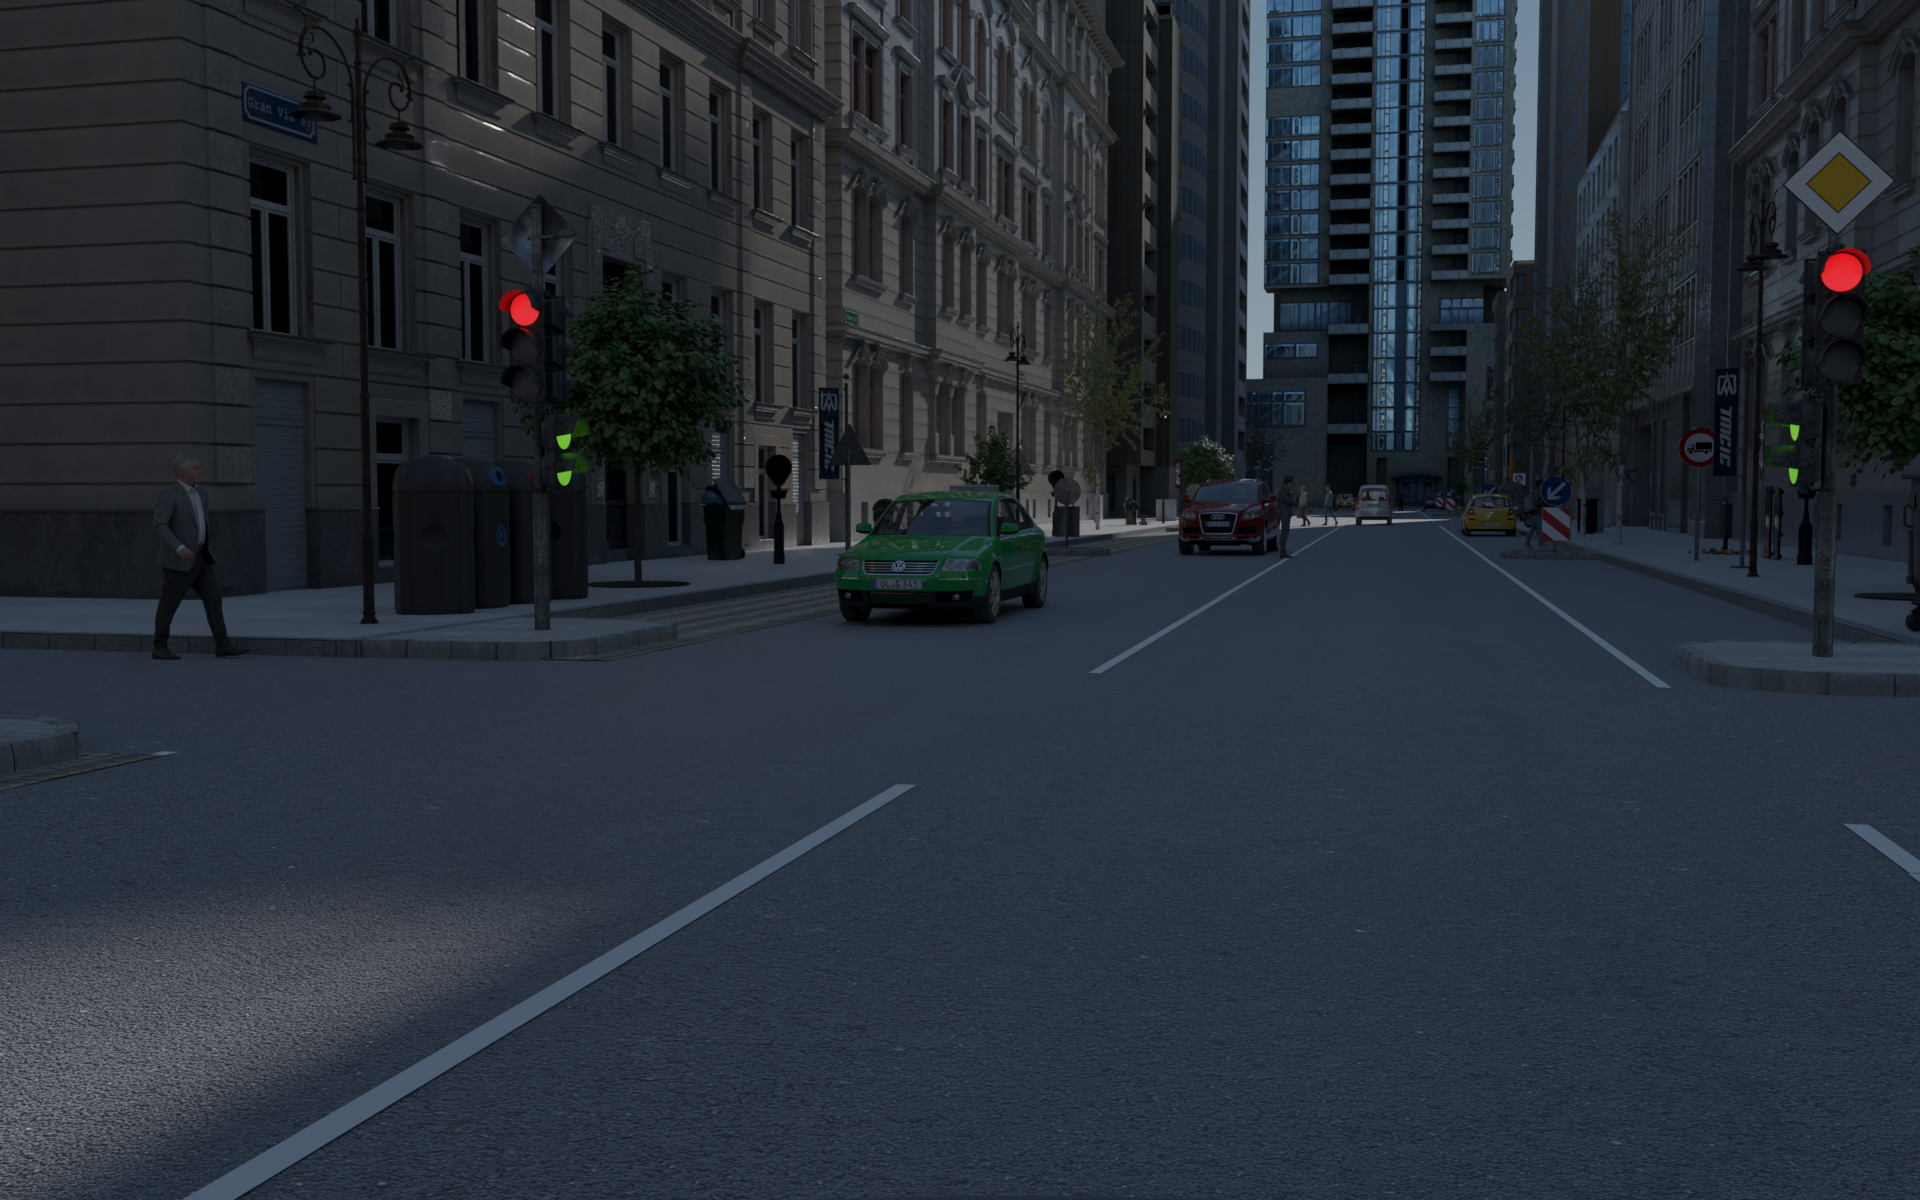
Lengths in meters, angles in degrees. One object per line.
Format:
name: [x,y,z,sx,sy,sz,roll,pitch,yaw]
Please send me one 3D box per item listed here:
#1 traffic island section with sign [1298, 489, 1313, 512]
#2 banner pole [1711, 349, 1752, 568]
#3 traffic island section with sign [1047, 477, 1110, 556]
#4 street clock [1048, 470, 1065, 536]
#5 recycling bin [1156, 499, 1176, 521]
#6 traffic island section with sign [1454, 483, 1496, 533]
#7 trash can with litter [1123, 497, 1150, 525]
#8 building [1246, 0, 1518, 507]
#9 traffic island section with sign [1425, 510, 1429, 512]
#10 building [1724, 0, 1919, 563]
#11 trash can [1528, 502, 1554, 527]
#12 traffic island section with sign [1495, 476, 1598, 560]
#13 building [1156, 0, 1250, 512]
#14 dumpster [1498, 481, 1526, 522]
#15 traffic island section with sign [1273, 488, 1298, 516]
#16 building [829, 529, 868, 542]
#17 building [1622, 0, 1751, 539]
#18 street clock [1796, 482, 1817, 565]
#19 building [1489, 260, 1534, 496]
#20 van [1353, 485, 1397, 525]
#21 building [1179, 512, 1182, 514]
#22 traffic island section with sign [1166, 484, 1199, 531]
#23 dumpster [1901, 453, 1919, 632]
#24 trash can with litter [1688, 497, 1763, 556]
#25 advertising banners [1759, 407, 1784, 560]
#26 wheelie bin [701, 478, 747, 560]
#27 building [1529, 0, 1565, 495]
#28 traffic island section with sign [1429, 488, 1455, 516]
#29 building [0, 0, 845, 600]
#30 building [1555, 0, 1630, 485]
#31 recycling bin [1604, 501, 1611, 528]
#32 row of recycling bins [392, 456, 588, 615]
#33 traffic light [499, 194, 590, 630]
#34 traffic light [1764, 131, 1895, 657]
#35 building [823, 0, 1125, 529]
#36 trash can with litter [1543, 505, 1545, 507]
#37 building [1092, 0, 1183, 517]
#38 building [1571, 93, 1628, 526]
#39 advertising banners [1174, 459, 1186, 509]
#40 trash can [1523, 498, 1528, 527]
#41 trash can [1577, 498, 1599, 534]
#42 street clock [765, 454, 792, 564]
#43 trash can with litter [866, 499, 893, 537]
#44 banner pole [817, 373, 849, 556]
traffic island section with sign: [27.813,-8.124,141.456,1.989,1.847,2.006,1,4,14]
banner pole: [13.450,-2.454,30.133,0.401,3.779,0.863,-2,4,-30]
traffic island section with sign: [2.477,-1.958,40.636,1.989,1.847,2.006,1,4,14]
street clock: [2.929,-2.950,52.800,0.471,2.002,0.358,-2,4,-26]
recycling bin: [9.859,-4.297,82.805,0.722,1.027,0.722,-3,5,-40]
traffic island section with sign: [19.888,-3.481,65.537,1.989,1.847,2.006,1,4,14]
trash can with litter: [7.296,-3.680,71.554,1.055,1.170,0.624,0,4,-6]
building: [44.132,-53.089,180.674,31.000,86.520,22.319,1,4,14]
traffic island section with sign: [38.416,-7.987,139.221,1.989,1.847,2.006,1,4,14]
building: [25.157,-15.199,35.889,14.401,28.519,23.554,1,4,14]
trash can: [20.453,-2.981,60.387,0.748,1.137,0.748,0,3,0]
traffic island section with sign: [13.154,-1.844,38.771,1.989,1.847,2.006,1,4,14]
building: [11.087,-37.407,153.596,28.212,58.520,21.231,1,4,14]
dumpster: [25.616,-4.564,80.388,1.264,1.857,1.865,1,4,14]
traffic island section with sign: [21.245,-6.525,115.310,1.989,1.847,2.006,1,4,14]
building: [-6.351,-16.518,57.457,14.401,28.519,23.554,1,4,14]
building: [29.700,-14.637,57.344,12.078,24.808,19.932,1,4,14]
street clock: [15.289,-1.634,31.290,0.358,2.002,0.471,-2,4,-29]
building: [57.836,-17.981,139.026,27.650,21.520,28.899,1,4,14]
van: [19.363,-4.521,80.923,2.013,2.044,4.112,1,4,14]
building: [6.327,-35.319,119.464,21.231,58.520,28.212,1,4,14]
traffic island section with sign: [9.048,-3.557,66.781,1.989,1.847,2.006,1,4,14]
dumpster: [9.228,-0.582,15.282,1.264,1.857,1.865,1,4,14]
trash can with litter: [16.562,-1.602,37.248,1.678,1.210,2.233,1,4,20]
advertising banners: [16.024,-2.330,34.280,0.090,3.025,2.074,1,4,13]
wheelie bin: [-4.628,-1.582,33.771,0.693,1.594,0.980,2,4,28]
building: [47.781,-34.743,110.043,21.231,58.520,28.212,1,4,14]
traffic island section with sign: [31.692,-6.352,112.490,1.989,1.847,2.006,1,4,14]
building: [-11.764,-14.431,33.203,12.463,27.353,25.104,1,4,14]
building: [39.440,-26.939,90.568,14.600,45.320,14.200,1,4,14]
recycling bin: [24.597,-3.312,66.713,0.722,1.027,0.722,0,4,4]
row of recycling bins: [-5.388,-0.788,19.994,1.069,1.692,3.534,1,4,14]
traffic light: [-3.932,-1.672,16.252,0.839,4.253,0.868,1,4,14]
traffic light: [6.801,-1.508,13.580,0.839,4.253,0.868,1,4,14]
building: [-0.972,-17.934,80.610,14.401,28.519,23.554,1,4,14]
trash can with litter: [21.858,-3.235,64.281,1.055,1.170,0.624,1,4,18]
building: [4.747,-20.003,98.745,14.160,30.474,14.107,1,4,14]
building: [33.297,-13.530,75.971,10.420,20.320,16.860,1,4,14]
advertising banners: [11.384,-5.507,86.227,2.074,3.025,0.090,-3,4,-37]
trash can: [22.014,-3.360,66.590,0.748,1.137,0.748,0,3,0]
trash can: [20.253,-2.706,55.904,0.748,1.137,0.748,0,3,0]
street clock: [-3.322,-1.662,31.747,0.471,2.002,0.358,-1,4,-14]
trash can with litter: [-1.904,-1.904,42.523,0.624,1.170,1.055,1,4,16]
banner pole: [-2.564,-2.809,35.946,0.863,3.779,0.401,-2,4,-28]
